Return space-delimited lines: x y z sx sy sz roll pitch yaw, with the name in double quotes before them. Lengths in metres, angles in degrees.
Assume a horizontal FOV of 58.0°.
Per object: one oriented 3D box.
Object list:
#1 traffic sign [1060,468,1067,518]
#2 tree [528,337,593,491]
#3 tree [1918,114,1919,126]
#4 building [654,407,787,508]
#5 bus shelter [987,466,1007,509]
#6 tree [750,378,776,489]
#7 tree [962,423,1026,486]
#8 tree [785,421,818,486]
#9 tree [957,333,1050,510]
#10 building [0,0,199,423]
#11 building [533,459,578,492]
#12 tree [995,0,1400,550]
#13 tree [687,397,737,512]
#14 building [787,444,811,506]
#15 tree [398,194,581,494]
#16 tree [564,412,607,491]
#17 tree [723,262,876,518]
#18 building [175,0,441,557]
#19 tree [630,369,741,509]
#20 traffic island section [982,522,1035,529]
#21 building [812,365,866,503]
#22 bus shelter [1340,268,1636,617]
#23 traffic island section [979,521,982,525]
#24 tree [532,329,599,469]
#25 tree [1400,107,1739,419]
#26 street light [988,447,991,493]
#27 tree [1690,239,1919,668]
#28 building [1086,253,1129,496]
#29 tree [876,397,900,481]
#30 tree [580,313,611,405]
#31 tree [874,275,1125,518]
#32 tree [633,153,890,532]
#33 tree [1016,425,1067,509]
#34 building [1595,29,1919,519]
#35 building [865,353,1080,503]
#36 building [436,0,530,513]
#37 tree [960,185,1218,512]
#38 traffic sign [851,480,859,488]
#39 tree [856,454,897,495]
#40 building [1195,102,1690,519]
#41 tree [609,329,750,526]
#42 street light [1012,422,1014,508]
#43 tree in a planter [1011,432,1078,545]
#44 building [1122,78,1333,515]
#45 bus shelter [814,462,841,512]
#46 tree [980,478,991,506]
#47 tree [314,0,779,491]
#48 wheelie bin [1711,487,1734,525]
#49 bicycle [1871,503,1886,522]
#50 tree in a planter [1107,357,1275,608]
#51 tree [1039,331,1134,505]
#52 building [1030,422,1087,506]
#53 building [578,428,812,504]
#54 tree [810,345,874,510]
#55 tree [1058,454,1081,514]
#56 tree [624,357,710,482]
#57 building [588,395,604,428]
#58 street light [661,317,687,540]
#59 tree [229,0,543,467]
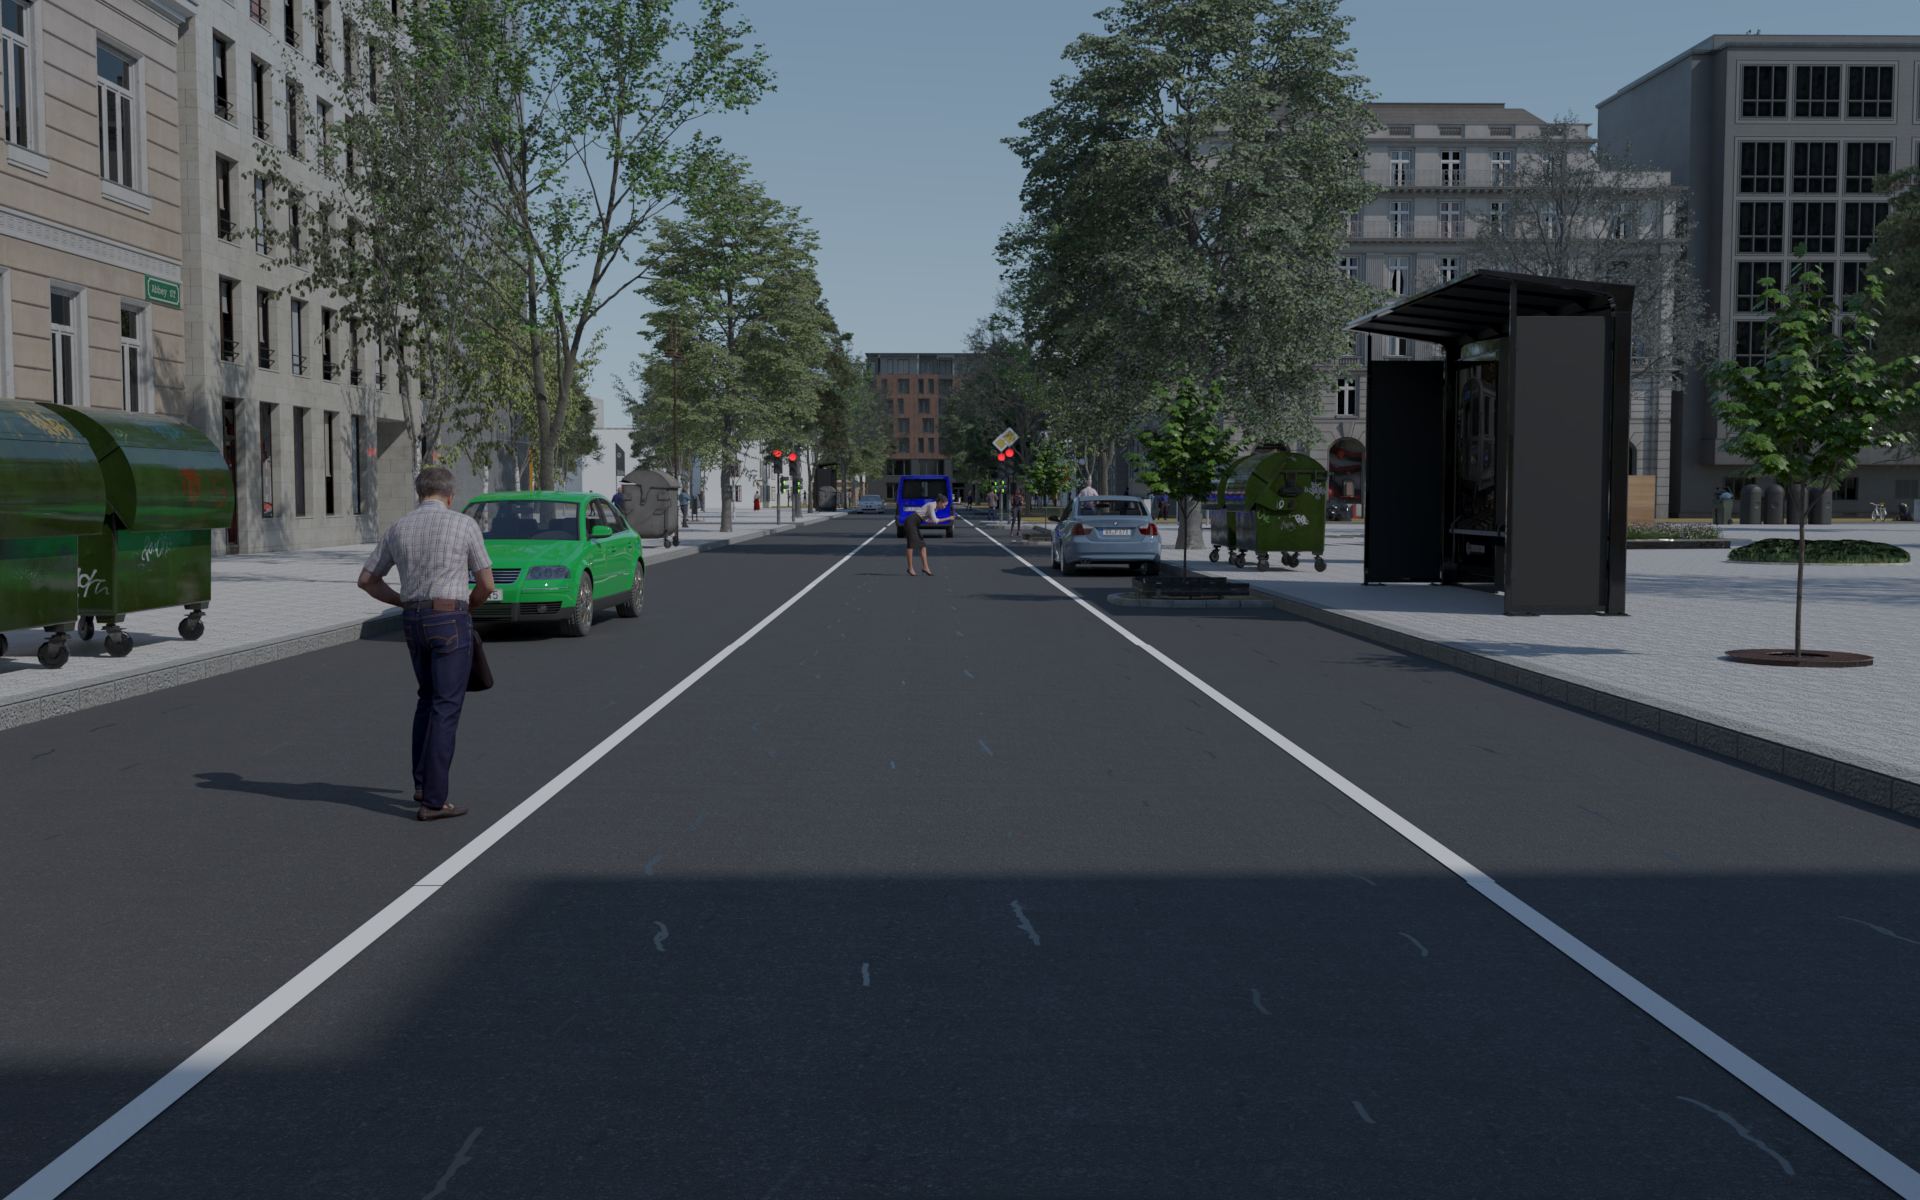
"traffic sign" 4.643 -4.866 79.665 0.768 2.556 0.104 0 4 6
"tree" -27.733 -11.694 113.253 6.751 12.117 7.091 0 3 0
"tree" 25.405 -7.338 42.035 6.751 12.117 7.091 0 3 0
"building" -22.875 -13.895 169.338 9.099 9.664 28.070 0 4 -1
"bus shelter" 3.316 -9.742 150.557 1.731 3.624 6.357 0 4 -1
"tree" -11.209 -8.291 85.912 4.360 8.622 3.978 0 3 0
"tree" 3.601 -14.679 162.053 6.751 12.117 7.091 0 3 0
"tree" -10.038 -9.423 104.432 4.360 8.622 3.978 0 3 0
"tree" 3.603 -14.048 137.102 7.806 13.903 7.818 0 3 0
"building" -21.321 -14.560 23.953 13.634 28.700 20.117 0 4 -1
"building" -60.965 -16.919 218.768 28.070 9.664 9.099 0 4 -1
"tree" 5.431 -8.152 39.936 9.857 13.997 8.962 0 3 0
"tree" -17.838 -10.495 121.962 4.737 8.622 4.395 0 3 0
"building" -22.953 -15.683 198.565 9.099 9.664 28.070 0 4 -1
"tree" -11.799 -5.649 42.727 4.737 8.622 4.395 0 3 0
"tree" -33.775 -13.129 149.068 7.601 10.594 8.767 -3 5 -45
"tree" -9.077 -11.378 93.458 7.806 13.903 7.818 0 3 0
"building" -20.504 -11.494 42.682 10.420 20.320 16.860 0 4 -1
"tree" -22.832 -14.458 146.758 12.009 13.543 11.850 0 3 0
"traffic island section" 2.071 -3.055 72.223 2.009 0.180 2.903 0 4 -1
"building" -19.522 -24.383 255.084 11.380 20.091 16.016 0 4 -1
"bus shelter" 6.208 -1.829 21.193 1.731 3.624 6.357 0 4 -1
"traffic island section" 1.924 -3.543 80.206 2.009 0.180 2.903 0 4 -1
"tree" -30.200 -13.426 126.931 7.806 13.903 7.818 0 3 0
"tree" 19.611 -8.914 56.114 12.009 13.543 11.850 0 3 0
"street light" 2.628 -11.139 154.913 0.468 5.910 1.993 0 4 -1
"tree" 6.407 -1.145 13.330 1.663 3.219 1.824 0 3 0
"building" 17.165 -21.130 142.734 12.463 27.353 25.104 0 4 -1
"tree" -10.920 -17.510 193.715 7.806 13.903 7.818 0 3 0
"tree" -12.331 -6.031 48.964 4.737 8.622 4.395 0 3 0
"tree" 3.676 -11.251 94.322 12.009 13.543 11.850 0 3 0
"tree" -7.601 -8.572 58.274 7.486 12.596 7.792 0 3 0
"tree" 7.154 -12.273 151.022 4.360 8.622 3.978 0 3 0
"building" 49.360 -18.452 95.201 24.014 27.812 14.314 0 4 -1
"building" 2.380 -25.520 261.228 32.646 21.610 27.936 0 4 -1
"building" -25.869 -14.663 57.760 19.932 24.808 12.078 0 4 -1
"tree" 4.700 -7.935 55.492 9.928 11.665 9.643 0 3 0
"traffic sign" -9.334 -9.409 153.946 0.768 2.556 0.104 0 4 3
"tree" -11.264 -17.133 214.542 7.601 10.594 8.767 -1 4 -21
"building" 24.895 -15.446 94.348 24.055 21.916 13.314 0 4 -1
"tree" -11.427 -7.245 68.817 4.360 8.622 3.978 0 3 0
"street light" 3.332 -8.299 108.472 0.468 5.910 1.993 0 4 -1
"tree in a planter" 2.470 -3.209 49.692 1.991 3.239 1.994 0 4 -1
"building" 18.952 -20.248 118.442 14.401 28.519 23.554 0 4 -1
"bus shelter" -9.902 -8.475 129.841 1.731 3.624 6.357 0 4 -1
"tree" 2.645 -12.987 206.940 1.663 3.219 1.824 0 3 0
"tree" -7.335 -6.444 31.116 9.928 11.665 9.643 0 3 0
"wheelie bin" 31.938 -3.952 72.531 0.693 1.594 0.980 -2 4 -25
"bicycle" 42.926 -4.138 80.882 0.635 0.972 1.543 0 4 5
"tree in a planter" 2.971 -1.562 22.753 1.991 3.239 1.994 0 4 -1
"tree" 5.238 -7.366 70.789 4.737 8.622 4.395 0 3 0
"building" 13.659 -16.373 209.852 9.099 9.664 28.070 0 4 -1
"building" -32.887 -16.908 218.590 28.070 9.664 9.099 0 4 -1
"tree" -9.522 -14.217 142.819 12.009 13.543 11.850 0 3 0
"tree" 5.023 -5.406 82.989 1.663 3.219 1.824 0 3 0
"tree" -22.914 -13.120 136.573 6.751 12.117 7.091 0 3 0
"building" -69.484 -23.684 253.695 31.486 18.905 16.747 0 4 -1
"street light" -7.454 -4.439 45.367 0.468 5.910 1.993 0 4 -1
"tree" -7.622 -4.498 23.903 4.360 8.622 3.978 0 3 0
